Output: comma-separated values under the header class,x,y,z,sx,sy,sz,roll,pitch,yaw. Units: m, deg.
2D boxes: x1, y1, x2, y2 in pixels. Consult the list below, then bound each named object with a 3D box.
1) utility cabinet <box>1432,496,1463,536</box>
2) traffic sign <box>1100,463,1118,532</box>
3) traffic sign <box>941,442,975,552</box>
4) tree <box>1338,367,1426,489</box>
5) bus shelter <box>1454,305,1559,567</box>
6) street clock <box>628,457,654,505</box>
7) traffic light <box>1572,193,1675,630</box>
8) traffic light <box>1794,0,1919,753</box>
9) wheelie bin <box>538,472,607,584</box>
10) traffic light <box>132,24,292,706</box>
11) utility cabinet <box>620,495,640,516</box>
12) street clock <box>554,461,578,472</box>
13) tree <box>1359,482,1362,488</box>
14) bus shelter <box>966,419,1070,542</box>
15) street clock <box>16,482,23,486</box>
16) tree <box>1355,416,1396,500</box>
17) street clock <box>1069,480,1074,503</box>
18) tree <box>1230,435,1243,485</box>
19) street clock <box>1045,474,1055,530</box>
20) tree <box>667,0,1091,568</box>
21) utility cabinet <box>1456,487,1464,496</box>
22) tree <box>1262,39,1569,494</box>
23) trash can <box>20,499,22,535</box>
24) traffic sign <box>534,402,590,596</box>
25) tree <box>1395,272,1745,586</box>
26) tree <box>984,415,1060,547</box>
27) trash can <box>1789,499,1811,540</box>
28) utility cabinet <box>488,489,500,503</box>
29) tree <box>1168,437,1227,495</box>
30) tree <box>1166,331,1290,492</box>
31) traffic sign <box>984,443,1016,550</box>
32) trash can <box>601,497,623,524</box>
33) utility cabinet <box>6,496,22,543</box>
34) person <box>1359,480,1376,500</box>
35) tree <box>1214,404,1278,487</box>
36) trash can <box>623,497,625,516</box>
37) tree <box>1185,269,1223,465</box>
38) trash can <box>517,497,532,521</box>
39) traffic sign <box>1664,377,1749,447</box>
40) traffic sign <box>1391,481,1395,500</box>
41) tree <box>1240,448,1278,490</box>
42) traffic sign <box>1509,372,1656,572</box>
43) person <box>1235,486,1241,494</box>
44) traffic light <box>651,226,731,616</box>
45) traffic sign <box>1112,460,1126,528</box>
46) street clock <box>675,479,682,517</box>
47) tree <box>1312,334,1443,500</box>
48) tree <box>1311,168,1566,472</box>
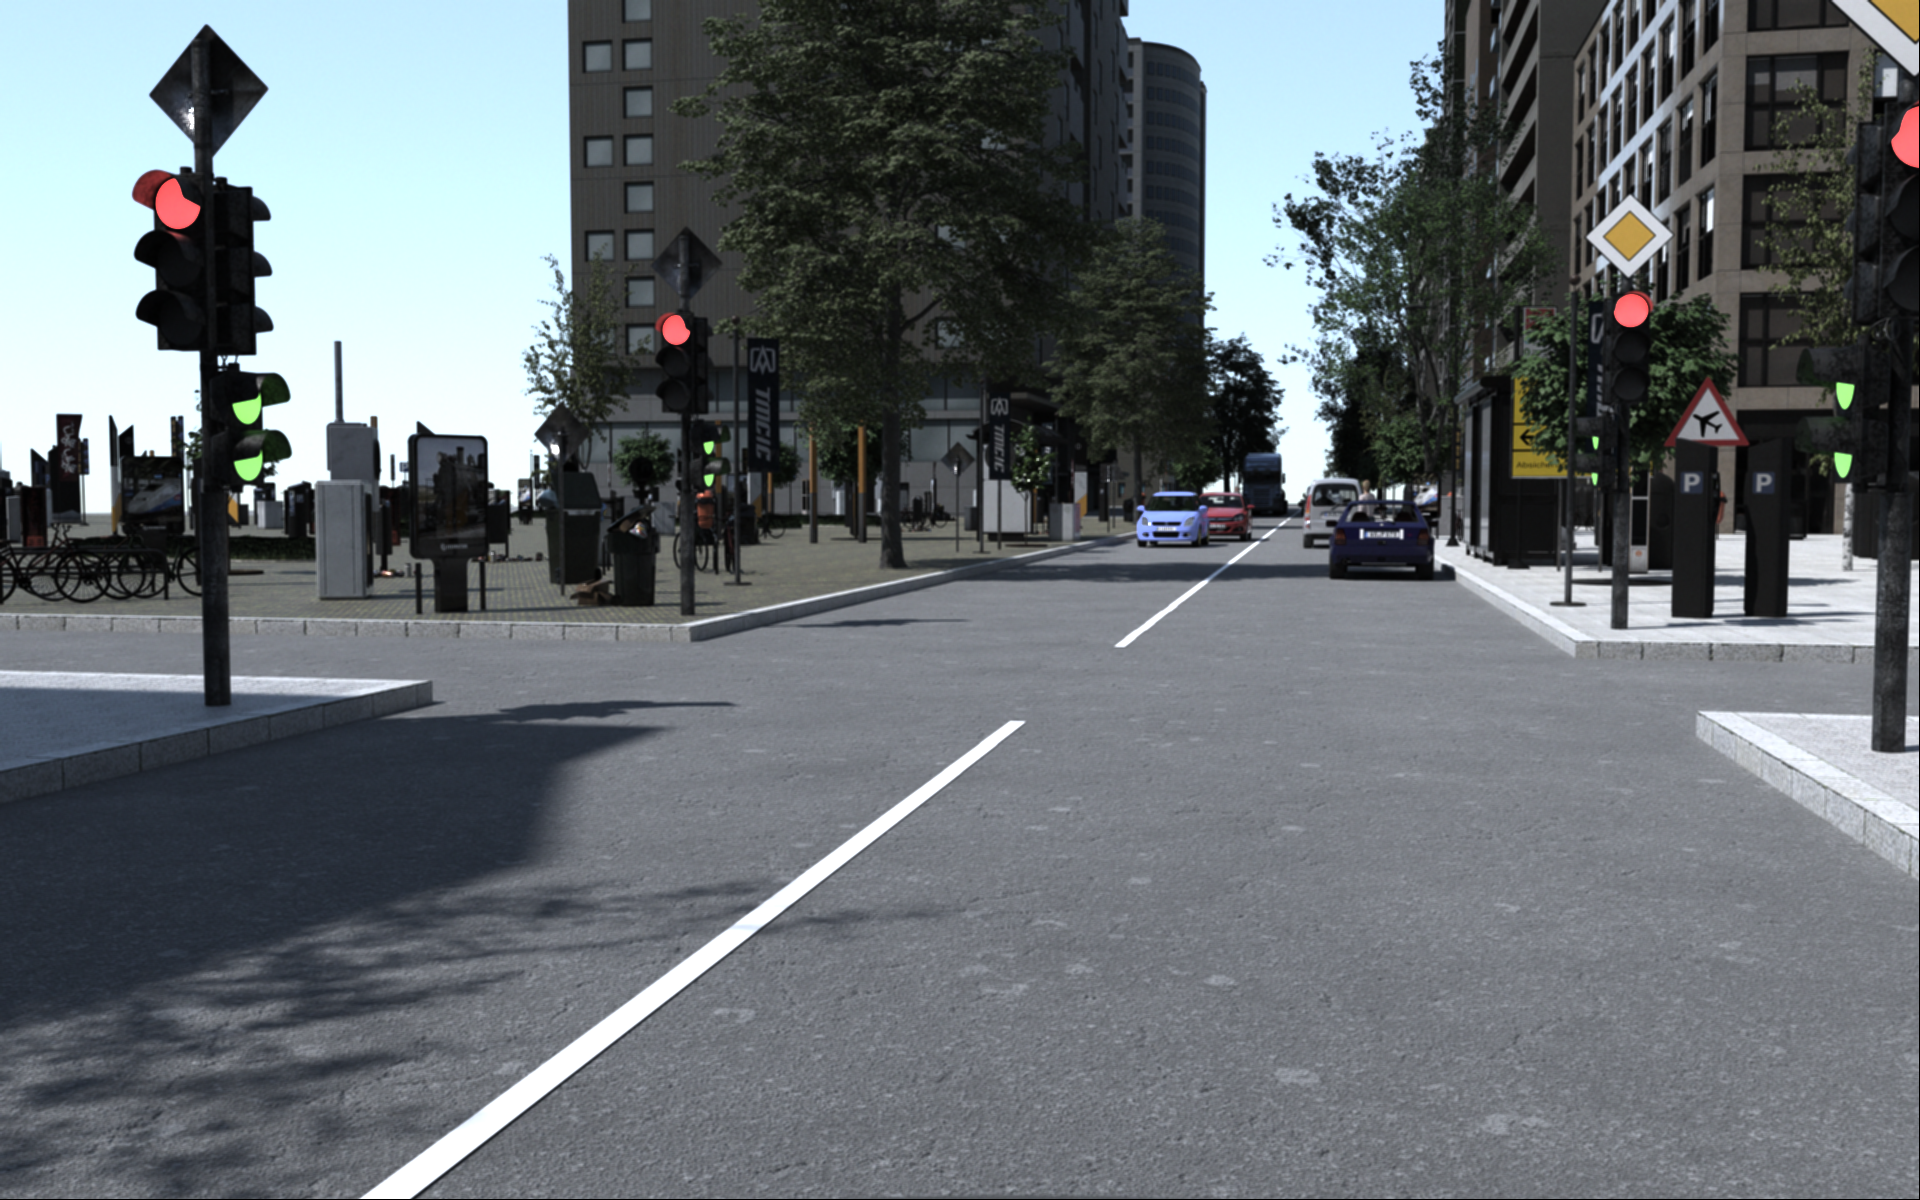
class,x,y,z,sx,sy,sz,roll,pitch,yaw
utility cabinet,15.000,-2.567,53.133,1.020,1.237,0.306,0,4,-1
traffic sign,4.972,-3.412,57.912,0.606,2.300,0.079,1,4,17
traffic sign,-0.054,-2.271,38.320,0.795,2.450,0.064,1,4,18
tree,24.903,-9.183,100.506,4.737,8.622,4.395,0,3,0
bus shelter,11.133,-3.490,34.699,2.179,5.291,8.768,1,4,12
street clock,-6.244,-1.797,33.948,0.471,2.002,0.358,-1,4,-15
traffic light,6.250,-1.678,16.354,0.839,4.253,0.868,1,4,12
traffic light,4.617,-1.200,8.537,0.839,4.253,0.868,1,4,12
wheelie bin,-5.582,-1.035,24.833,0.980,1.594,0.693,-2,4,-35
traffic light,-4.502,-1.315,10.419,0.839,4.253,0.868,1,4,12
utility cabinet,-17.020,-4.782,89.340,1.020,1.237,0.306,-1,4,-12
street clock,-8.736,-2.073,38.472,0.471,2.002,0.358,-2,4,-31
tree,40.207,-11.039,175.085,1.663,3.219,1.824,0,3,0
bus shelter,1.706,-3.364,48.919,2.014,3.302,5.546,1,4,12
street clock,-55.275,-5.949,101.834,0.471,2.002,0.358,3,5,44
tree,16.787,-4.921,64.177,4.285,4.588,4.351,0,3,0
street clock,6.024,-5.356,92.133,0.358,2.002,0.471,-2,4,-35
tree,30.174,-14.270,183.675,4.737,8.622,4.395,0,3,0
street clock,3.238,-3.516,62.050,0.471,2.002,0.358,1,4,18
tree,-1.023,-6.811,29.494,7.486,12.596,7.792,0,3,0
utility cabinet,16.691,-2.935,56.662,1.173,1.500,0.318,-2,4,-31
tree,19.574,-13.416,75.237,12.611,20.169,13.585,0,3,0
trash can,-29.368,-2.608,54.298,0.748,1.137,0.748,0,3,0
traffic sign,-5.017,-1.262,21.812,0.795,2.450,0.064,1,4,18
tree,9.399,-2.506,24.694,4.285,4.588,4.351,0,3,0
tree,1.695,-2.905,42.101,1.663,3.219,1.824,0,3,0
trash can,23.329,-2.247,48.387,0.748,1.137,0.748,0,3,0
utility cabinet,-20.022,-3.973,73.632,1.173,1.500,0.318,3,5,42
tree,13.499,-7.059,99.136,4.285,4.588,4.351,0,3,0
tree,20.672,-13.930,134.413,9.857,13.997,8.962,0,3,0
traffic sign,0.908,-2.432,39.875,0.768,2.556,0.104,1,4,21
trash can,-14.084,-3.524,69.271,0.748,1.137,0.748,0,3,0
utility cabinet,-24.908,-2.101,45.516,0.306,1.237,1.020,-2,4,-34
person,9.089,-1.762,37.975,0.731,1.740,0.598,-3,5,-42
tree,27.254,-14.287,168.008,7.601,10.594,8.767,0,4,1
trash can,-17.241,-4.626,87.293,0.748,1.137,0.748,0,3,0
tree,6.942,-9.373,71.376,7.486,12.596,7.792,0,3,0
trash can,-20.645,-4.317,82.228,0.748,1.137,0.748,0,3,0
traffic sign,8.299,-1.181,19.306,0.884,2.594,0.081,1,4,14
traffic sign,21.012,-5.124,83.880,0.768,2.556,0.104,1,4,12
tree,34.415,-15.472,203.334,4.360,8.622,3.978,0,3,0
traffic sign,10.249,-2.121,28.556,2.265,3.308,0.079,1,4,19
person,12.499,-4.247,78.339,0.834,1.777,0.661,1,4,15
traffic light,-2.868,-1.793,18.235,0.839,4.253,0.868,1,4,12
traffic sign,5.808,-3.993,65.284,0.884,2.594,0.081,1,4,18
street clock,-13.819,-4.958,85.633,0.471,2.002,0.358,2,4,33
tree,30.203,-12.680,124.320,9.611,12.733,9.660,0,3,0
tree,14.868,-7.861,54.283,9.928,11.665,9.643,0,3,0
